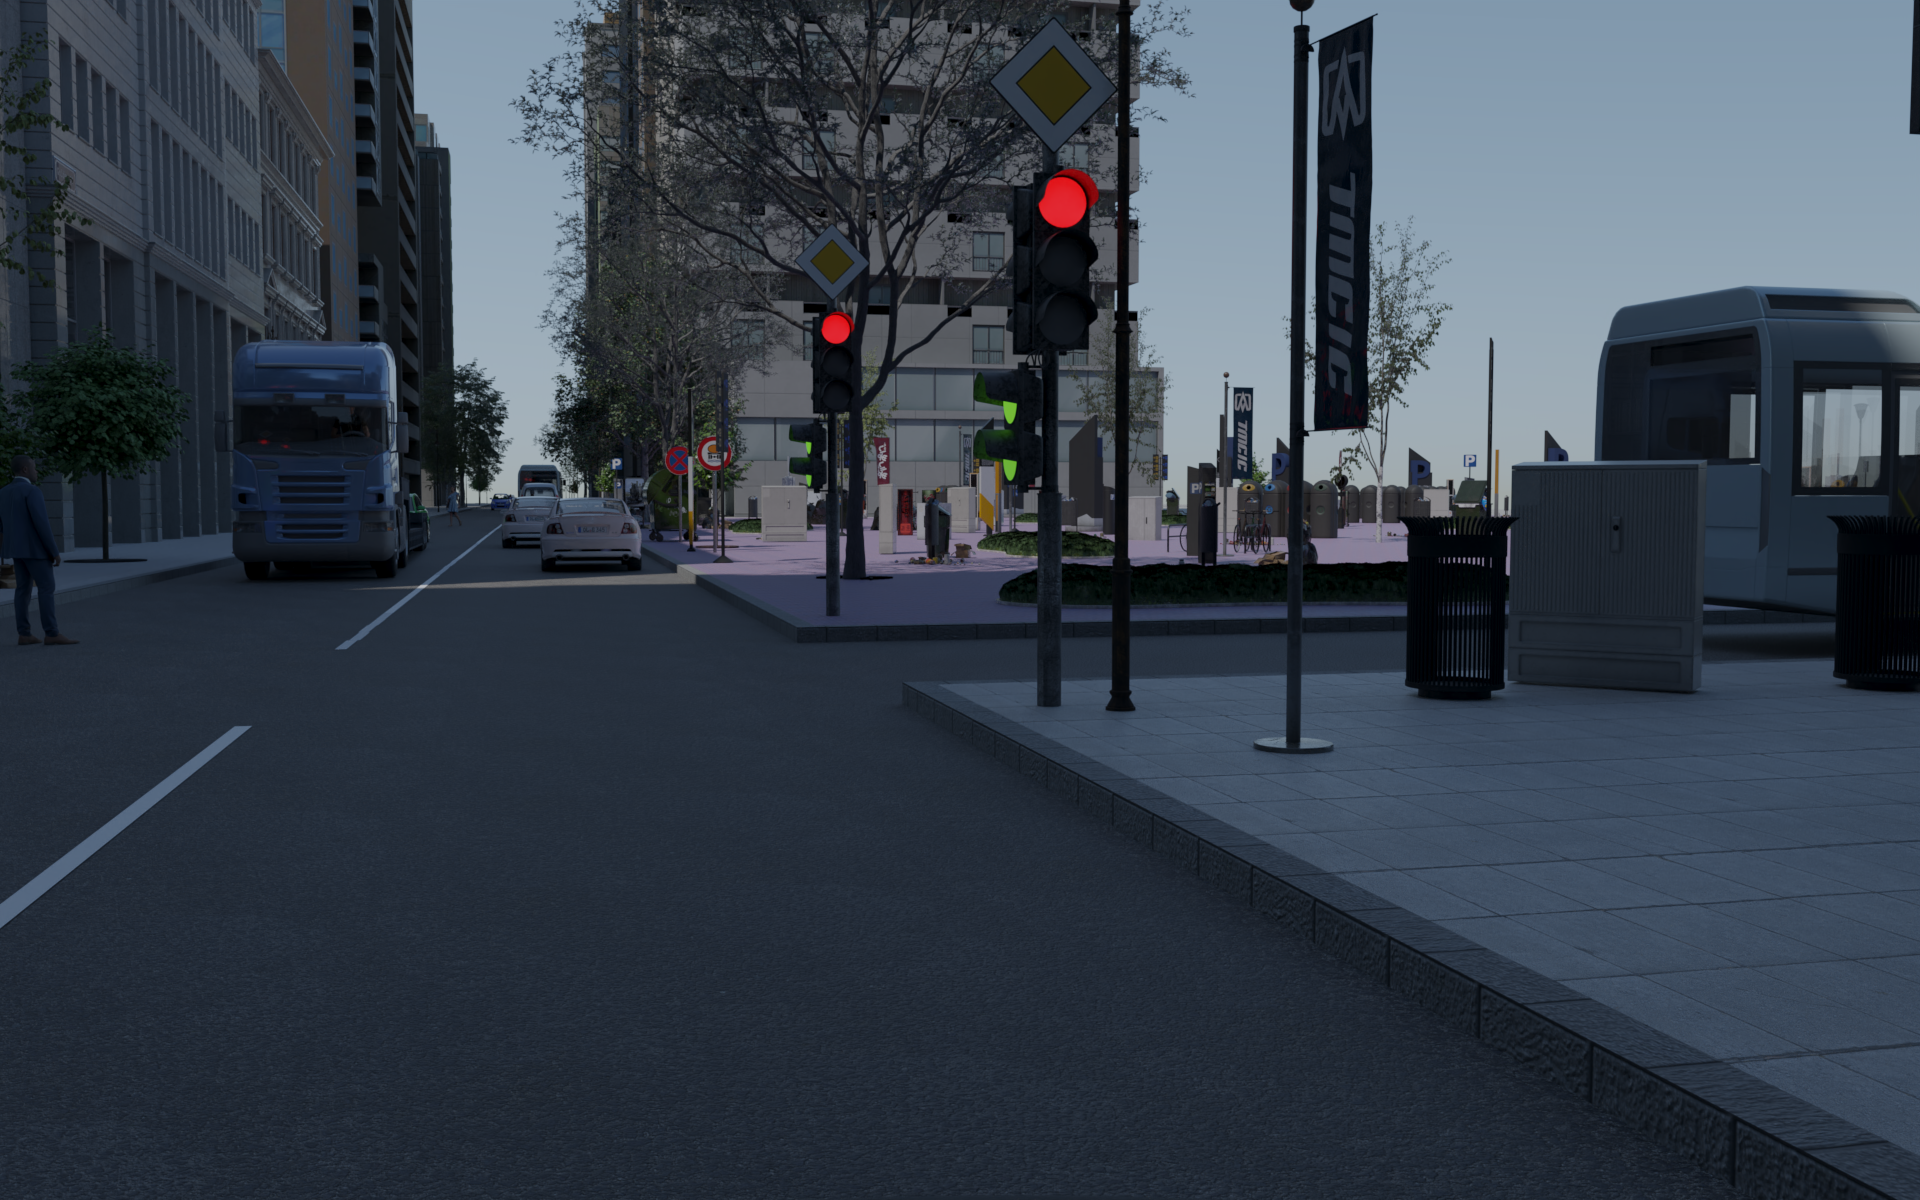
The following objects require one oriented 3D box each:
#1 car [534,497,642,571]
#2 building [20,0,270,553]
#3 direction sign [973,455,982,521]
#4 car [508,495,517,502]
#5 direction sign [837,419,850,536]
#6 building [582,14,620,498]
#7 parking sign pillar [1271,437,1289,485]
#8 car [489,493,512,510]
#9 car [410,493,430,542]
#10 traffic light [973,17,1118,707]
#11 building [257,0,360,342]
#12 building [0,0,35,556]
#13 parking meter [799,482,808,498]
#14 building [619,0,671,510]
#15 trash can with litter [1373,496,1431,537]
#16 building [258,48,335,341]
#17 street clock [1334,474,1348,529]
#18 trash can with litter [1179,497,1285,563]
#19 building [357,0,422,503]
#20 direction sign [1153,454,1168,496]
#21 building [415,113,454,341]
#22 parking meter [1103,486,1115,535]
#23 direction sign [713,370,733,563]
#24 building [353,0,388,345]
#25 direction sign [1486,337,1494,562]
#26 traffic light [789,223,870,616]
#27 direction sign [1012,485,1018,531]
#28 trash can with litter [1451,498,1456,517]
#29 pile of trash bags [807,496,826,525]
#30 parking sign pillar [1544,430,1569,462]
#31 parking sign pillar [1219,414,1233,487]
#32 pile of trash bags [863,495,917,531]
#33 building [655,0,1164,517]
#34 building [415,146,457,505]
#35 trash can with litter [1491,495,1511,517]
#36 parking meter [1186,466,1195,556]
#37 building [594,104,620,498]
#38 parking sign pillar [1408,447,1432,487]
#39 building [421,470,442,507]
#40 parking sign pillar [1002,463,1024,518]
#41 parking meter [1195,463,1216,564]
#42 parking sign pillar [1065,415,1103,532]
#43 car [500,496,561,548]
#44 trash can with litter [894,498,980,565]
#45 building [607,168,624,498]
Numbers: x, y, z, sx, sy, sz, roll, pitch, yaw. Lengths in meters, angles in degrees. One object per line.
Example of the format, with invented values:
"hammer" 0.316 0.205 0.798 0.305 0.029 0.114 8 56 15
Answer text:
"car" -7.189 -1.300 33.614 2.083 1.381 4.827 -1 4 -13
"building" -28.236 -16.662 49.924 11.434 29.767 29.804 -1 4 -14
"direction sign" 1.030 -5.546 82.679 0.876 3.537 0.379 1 4 22
"car" -60.347 -13.416 231.711 2.083 1.381 4.827 -1 4 -12
"direction sign" -3.595 -3.710 52.656 0.379 3.537 0.876 3 5 41
"building" -37.106 -41.542 221.216 21.231 58.520 28.212 -1 4 -14
"parking sign pillar" 15.267 -5.710 81.823 1.447 3.967 1.447 -2 4 -26
"car" -40.550 -8.772 153.007 1.945 1.707 3.694 -1 4 -14
"car" -16.327 -2.508 49.802 1.959 1.807 4.718 -1 4 -12
"traffic light" 0.521 -1.313 10.384 0.839 4.253 0.868 -1 4 -14
"building" -40.422 -27.077 92.821 14.600 45.320 14.200 -1 4 -14
"building" -23.474 -12.701 25.687 12.078 24.808 19.932 -1 4 -14
"parking meter" -7.836 -4.950 86.649 0.399 1.863 0.255 1 4 12
"building" -20.456 -30.097 142.192 14.600 45.320 14.200 -1 4 -14
"trash can with litter" 13.592 -2.516 52.189 2.233 1.210 1.678 3 4 38
"building" -34.209 -14.600 74.864 11.583 22.565 21.152 -1 4 -14
"street clock" 14.058 -3.628 63.894 0.471 2.002 0.358 3 5 44
"trash can with litter" 4.023 -1.014 27.638 1.678 1.210 2.233 -1 4 -13
"building" -55.957 -31.613 140.578 21.300 48.544 21.600 -1 4 -14
"direction sign" 11.412 -6.526 98.701 0.876 3.537 0.379 0 4 -6
"building" -75.554 -36.564 217.425 23.786 49.044 30.456 -1 4 -14
"parking meter" 4.685 -2.820 54.523 0.372 1.533 0.369 0 3 0
"direction sign" -4.417 -2.459 32.200 0.379 3.537 0.876 0 4 6
"building" -48.788 -48.935 112.753 22.319 86.520 31.000 -1 4 -14
"direction sign" 7.797 -2.049 25.506 0.379 3.537 0.876 1 4 19
"traffic light" -1.357 -1.787 18.146 0.839 4.253 0.868 -1 4 -14
"direction sign" 1.859 -4.082 58.734 0.379 3.537 0.876 -2 4 -24
"trash can with litter" 20.009 -3.507 68.734 0.624 1.170 1.055 -3 5 -42
"pile of trash bags" -6.234 -3.870 73.032 3.447 1.369 1.912 -2 4 -24
"parking sign pillar" 25.322 -5.202 73.519 1.447 3.967 1.447 -3 4 -38
"parking sign pillar" 9.099 -4.324 59.163 1.447 3.967 1.447 1 4 12
"pile of trash bags" -2.457 -3.134 60.991 3.447 1.369 1.912 -3 4 -38
"building" -4.863 -31.833 109.705 28.713 52.752 27.495 -1 4 -14
"building" -65.240 -31.405 197.060 14.154 41.232 14.086 -1 4 -14
"trash can with litter" 30.711 -5.286 97.475 1.678 1.210 2.233 0 4 8
"parking meter" 4.907 -1.842 35.834 0.399 1.863 0.255 1 4 20
"building" -31.563 -30.713 185.753 14.154 41.232 14.086 -1 4 -14
"parking sign pillar" 26.564 -6.820 99.973 1.447 3.967 1.447 0 4 -8
"building" -64.908 -45.270 178.413 20.563 71.187 20.611 -1 4 -14
"parking sign pillar" 2.869 -6.464 94.161 1.447 3.967 1.447 -3 5 -42
"parking meter" 4.572 -1.611 32.043 0.255 1.863 0.399 0 4 -6
"parking sign pillar" 4.319 -4.339 59.412 1.447 3.967 1.447 -3 4 -38
"car" -11.535 -2.145 47.428 2.083 1.381 4.827 -1 4 -12
"trash can with litter" -0.375 -1.296 32.248 1.678 1.210 2.233 0 4 6
"building" -24.822 -23.591 157.418 14.160 30.474 14.107 -1 4 -14
